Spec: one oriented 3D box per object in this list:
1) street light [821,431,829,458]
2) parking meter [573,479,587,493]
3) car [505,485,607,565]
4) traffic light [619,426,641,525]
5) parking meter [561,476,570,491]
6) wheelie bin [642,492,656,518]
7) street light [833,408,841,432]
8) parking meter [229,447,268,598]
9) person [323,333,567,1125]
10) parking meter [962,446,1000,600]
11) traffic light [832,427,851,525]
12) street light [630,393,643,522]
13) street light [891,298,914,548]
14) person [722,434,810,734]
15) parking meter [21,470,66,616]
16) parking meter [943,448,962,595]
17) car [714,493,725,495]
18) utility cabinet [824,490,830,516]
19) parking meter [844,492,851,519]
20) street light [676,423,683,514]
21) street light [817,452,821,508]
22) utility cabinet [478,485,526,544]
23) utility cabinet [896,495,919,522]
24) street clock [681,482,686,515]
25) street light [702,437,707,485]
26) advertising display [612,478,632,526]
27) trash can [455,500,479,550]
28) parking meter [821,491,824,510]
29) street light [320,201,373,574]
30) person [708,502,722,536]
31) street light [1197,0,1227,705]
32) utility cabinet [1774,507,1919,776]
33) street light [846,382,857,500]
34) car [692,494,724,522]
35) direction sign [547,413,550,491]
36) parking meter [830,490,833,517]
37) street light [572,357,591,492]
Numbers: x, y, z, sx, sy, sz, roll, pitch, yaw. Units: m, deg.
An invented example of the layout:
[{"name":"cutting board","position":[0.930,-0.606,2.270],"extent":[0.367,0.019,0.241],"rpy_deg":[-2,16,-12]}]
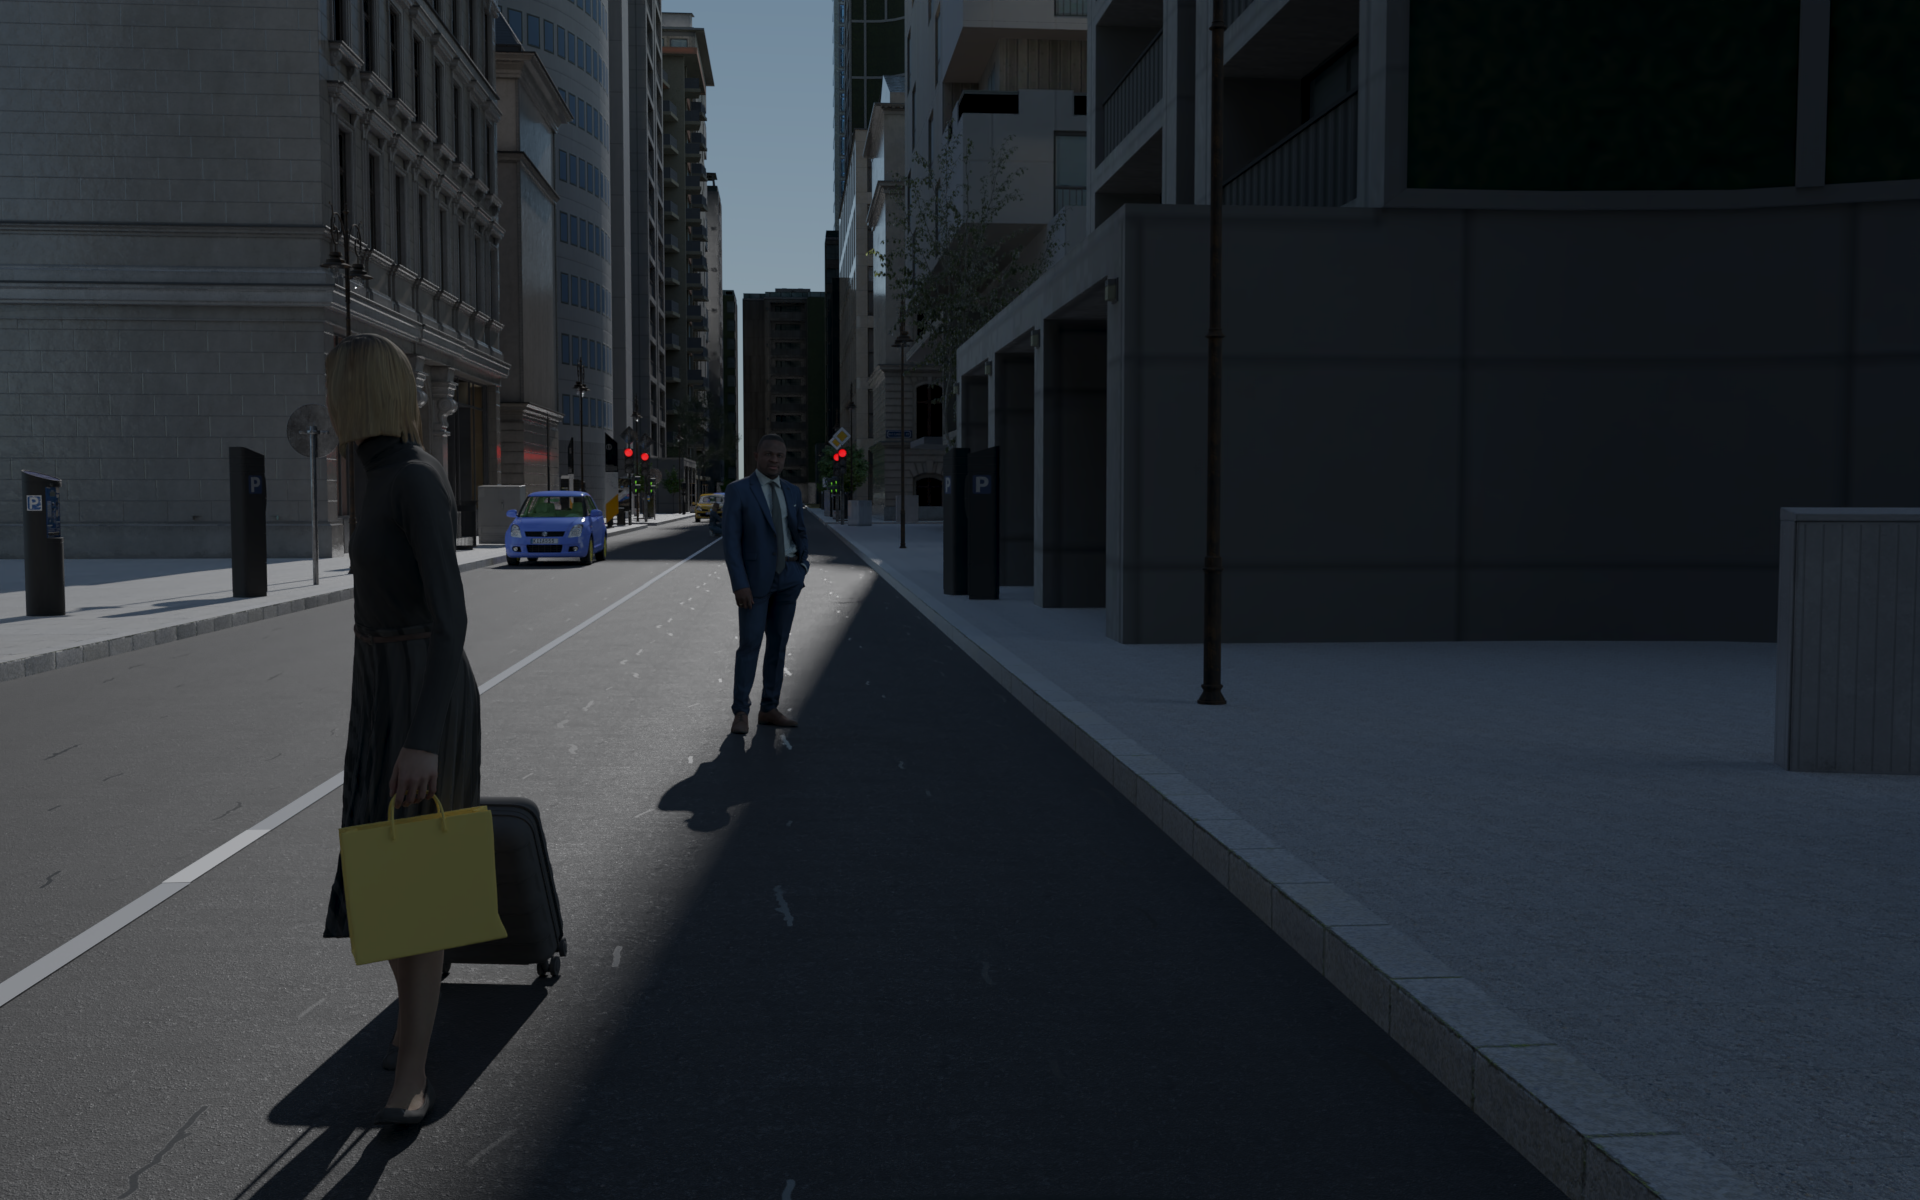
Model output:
[{"name":"street light","position":[-9.510,-9.236,123.799],"extent":[0.468,5.910,1.993],"rpy_deg":[0,4,-6]},{"name":"parking meter","position":[-15.063,-3.862,68.849],"extent":[0.399,1.863,0.255],"rpy_deg":[0,4,2]},{"name":"car","position":[-8.351,-1.611,35.938],"extent":[1.945,1.707,3.694],"rpy_deg":[0,4,-5]},{"name":"traffic light","position":[-13.593,-5.041,71.335],"extent":[0.839,4.253,0.868],"rpy_deg":[0,4,-6]},{"name":"parking meter","position":[-12.438,-2.990,54.605],"extent":[0.255,1.863,0.399],"rpy_deg":[-1,4,-9]},{"name":"wheelie bin","position":[-16.988,-5.307,94.683],"extent":[0.693,1.594,0.980],"rpy_deg":[-2,4,-24]},{"name":"street light","position":[-6.613,-7.364,93.191],"extent":[0.468,5.910,1.993],"rpy_deg":[0,4,-6]},{"name":"parking meter","position":[-8.860,-0.970,21.579],"extent":[0.255,1.863,0.399],"rpy_deg":[1,4,20]},{"name":"person","position":[-1.306,0.261,4.451],"extent":[0.699,1.804,1.509],"rpy_deg":[0,4,5]},{"name":"parking meter","position":[0.273,-0.940,21.078],"extent":[0.399,1.863,0.255],"rpy_deg":[1,4,10]},{"name":"traffic light","position":[-4.925,-5.093,72.198],"extent":[0.839,4.253,0.868],"rpy_deg":[0,4,-6]},{"name":"street light","position":[-14.839,-6.531,79.577],"extent":[0.468,5.910,1.993],"rpy_deg":[0,4,-6]},{"name":"street light","position":[-1.350,-4.159,40.790],"extent":[0.468,5.910,1.993],"rpy_deg":[0,4,-6]},{"name":"person","position":[-1.209,-0.120,10.650],"extent":[0.419,1.800,0.721],"rpy_deg":[3,5,44]},{"name":"parking meter","position":[-9.677,-0.604,18.290],"extent":[0.372,1.533,0.369],"rpy_deg":[0,3,0]},{"name":"parking meter","position":[-0.041,-1.000,22.063],"extent":[0.255,1.863,0.399],"rpy_deg":[-1,4,-21]},{"name":"car","position":[-14.457,-5.852,105.264],"extent":[1.945,1.707,3.694],"rpy_deg":[0,4,-6]},{"name":"utility cabinet","position":[-7.346,-5.476,98.203],"extent":[0.318,1.500,1.173],"rpy_deg":[-2,4,-25]},{"name":"parking meter","position":[-5.783,-5.097,89.050],"extent":[0.399,1.863,0.255],"rpy_deg":[2,4,33]},{"name":"street light","position":[-17.897,-8.426,110.545],"extent":[0.468,5.910,1.993],"rpy_deg":[0,4,-6]},{"name":"street light","position":[-12.450,-11.093,154.152],"extent":[0.468,5.910,1.993],"rpy_deg":[0,4,-6]},{"name":"utility cabinet","position":[-11.535,-2.136,43.608],"extent":[1.173,1.500,0.318],"rpy_deg":[1,4,15]},{"name":"utility cabinet","position":[-2.440,-4.202,79.859],"extent":[1.020,1.237,0.306],"rpy_deg":[-1,4,-20]},{"name":"street clock","position":[-17.160,-6.301,107.588],"extent":[0.358,2.002,0.471],"rpy_deg":[-1,4,-19]},{"name":"street light","position":[-20.821,-10.282,140.900],"extent":[0.468,5.910,1.993],"rpy_deg":[0,4,-6]},{"name":"advertising display","position":[-13.803,-3.994,70.523],"extent":[0.974,1.923,0.123],"rpy_deg":[2,4,26]},{"name":"trash can","position":[-11.428,-1.721,39.793],"extent":[0.748,1.137,0.748],"rpy_deg":[0,3,0]},{"name":"parking meter","position":[-11.123,-8.278,141.061],"extent":[0.255,1.863,0.399],"rpy_deg":[-3,4,-36]},{"name":"street light","position":[-9.762,-3.359,27.707],"extent":[0.468,5.910,1.993],"rpy_deg":[0,4,-6]},{"name":"person","position":[-8.166,-2.734,58.706],"extent":[0.738,1.151,1.012],"rpy_deg":[0,4,-7]},{"name":"street light","position":[1.543,-2.302,10.432],"extent":[0.468,5.910,1.993],"rpy_deg":[0,4,-6]},{"name":"utility cabinet","position":[4.354,0.194,7.994],"extent":[1.020,1.237,0.306],"rpy_deg":[1,4,12]},{"name":"street light","position":[-4.466,-6.024,71.276],"extent":[0.468,5.910,1.993],"rpy_deg":[0,4,-6]},{"name":"car","position":[-12.820,-4.853,89.564],"extent":[2.015,1.641,3.980],"rpy_deg":[0,4,-7]},{"name":"direction sign","position":[-11.555,-3.465,48.645],"extent":[0.379,3.537,0.876],"rpy_deg":[-1,4,-12]},{"name":"parking meter","position":[-7.036,-5.365,96.136],"extent":[0.372,1.533,0.369],"rpy_deg":[0,3,0]},{"name":"street light","position":[-12.798,-5.249,58.613],"extent":[0.468,5.910,1.993],"rpy_deg":[0,4,-6]}]
